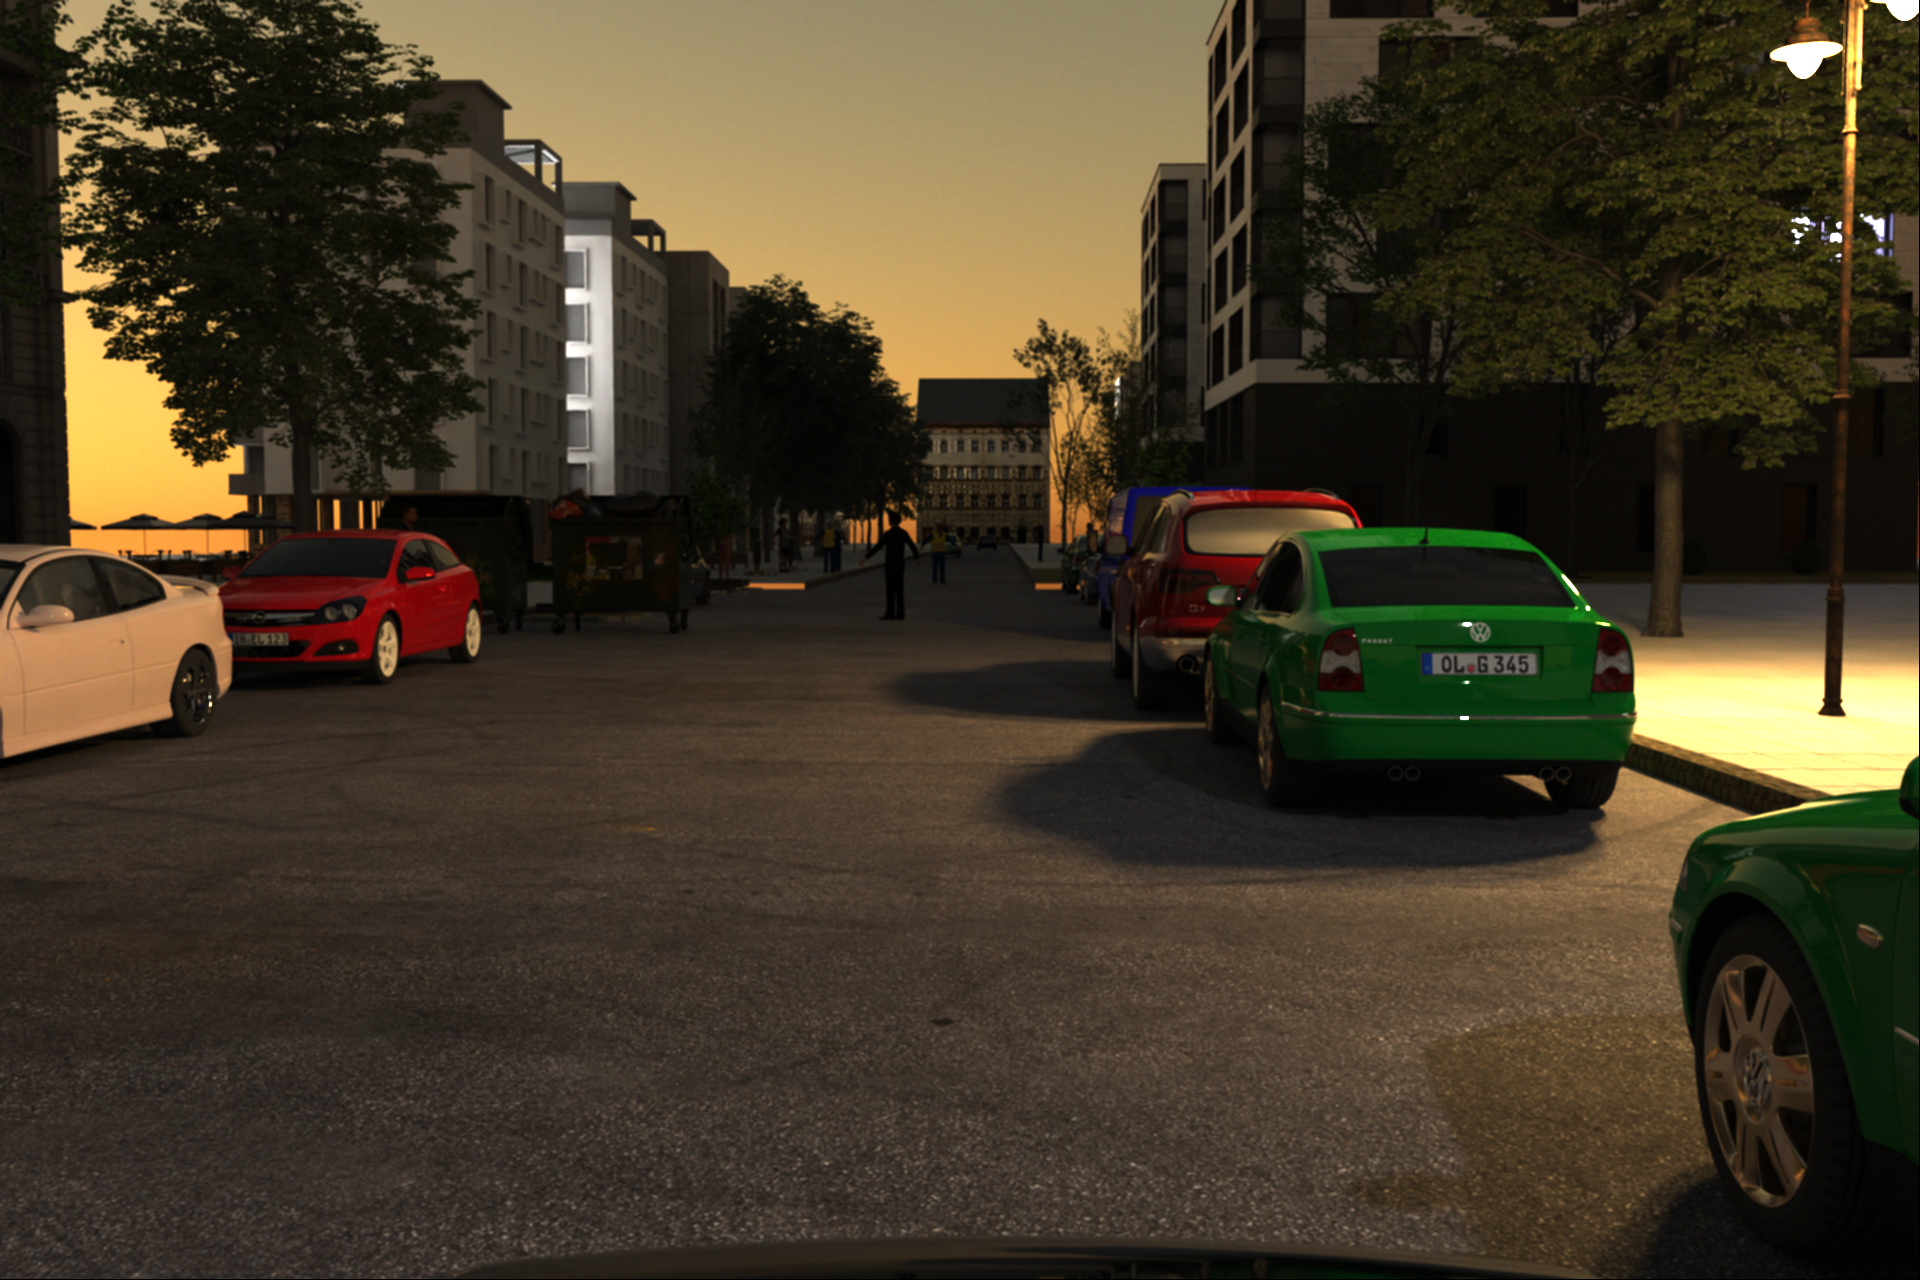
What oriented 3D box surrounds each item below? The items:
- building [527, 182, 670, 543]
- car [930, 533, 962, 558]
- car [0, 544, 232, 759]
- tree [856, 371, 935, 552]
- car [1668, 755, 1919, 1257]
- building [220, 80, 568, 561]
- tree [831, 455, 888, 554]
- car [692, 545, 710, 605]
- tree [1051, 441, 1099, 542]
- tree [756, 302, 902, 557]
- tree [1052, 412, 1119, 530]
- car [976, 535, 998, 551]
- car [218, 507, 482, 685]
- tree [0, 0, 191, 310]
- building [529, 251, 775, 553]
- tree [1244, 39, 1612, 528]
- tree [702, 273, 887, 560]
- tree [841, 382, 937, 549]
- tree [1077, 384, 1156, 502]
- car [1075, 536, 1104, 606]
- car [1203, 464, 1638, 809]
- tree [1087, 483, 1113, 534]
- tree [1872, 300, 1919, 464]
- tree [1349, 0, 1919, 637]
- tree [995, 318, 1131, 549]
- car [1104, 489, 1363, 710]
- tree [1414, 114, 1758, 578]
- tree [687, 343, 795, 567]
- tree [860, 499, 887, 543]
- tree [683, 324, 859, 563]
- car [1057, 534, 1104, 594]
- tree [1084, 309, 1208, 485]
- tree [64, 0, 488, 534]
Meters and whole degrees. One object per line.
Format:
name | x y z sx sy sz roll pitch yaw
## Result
building | -23.280 -14.566 94.566 16.016 20.090 11.380 0 4 1
car | -0.825 -5.934 105.821 1.959 1.807 4.718 0 4 1
car | -6.342 0.086 10.950 2.083 1.381 4.827 0 4 1
tree | -6.540 -13.231 126.691 12.009 13.543 11.850 0 3 0
car | 2.451 0.411 2.079 1.959 1.807 4.718 0 4 1
building | -24.862 -13.292 73.738 16.016 20.090 11.380 0 4 1
tree | -6.755 -9.853 111.461 4.737 8.622 4.395 0 3 0
car | -5.977 -1.469 33.804 2.009 1.686 4.222 0 4 1
tree | 8.547 -11.108 131.977 4.360 8.622 3.978 0 3 0
tree | -7.915 -11.613 96.533 9.857 13.997 8.962 0 3 0
tree | 8.120 -9.392 103.914 4.360 8.622 3.978 0 3 0
car | 2.349 -8.444 150.642 1.945 1.354 3.894 0 4 2
car | -6.314 -0.537 17.825 2.155 1.783 4.494 0 4 1
tree | -11.832 -5.638 17.943 9.928 11.665 9.643 0 3 0
building | -23.720 -15.771 124.307 16.747 18.905 31.486 0 4 1
tree | 9.858 -6.803 36.990 9.928 11.665 9.643 0 3 0
tree | -8.094 -10.890 84.714 9.857 13.997 8.962 0 3 0
tree | -6.739 -14.534 144.284 9.857 13.997 8.962 0 3 0
tree | 7.828 -8.208 84.568 4.737 8.622 4.395 0 3 0
car | 3.424 -1.467 35.984 2.014 1.417 4.499 0 4 2
car | 2.530 -0.100 10.434 1.959 1.807 4.718 0 4 2
tree | 19.638 -17.694 239.656 4.737 8.622 4.395 0 3 0
tree | 28.085 -6.044 49.189 4.737 8.622 4.395 0 3 0
tree | 8.864 -6.339 21.771 7.486 12.596 7.792 0 3 0
tree | 9.085 -18.051 151.028 12.611 20.169 13.585 0 3 0
car | 2.474 -0.422 15.581 2.281 1.827 5.304 0 4 2
tree | 18.014 -8.549 50.148 12.009 13.543 11.850 0 3 0
tree | -8.803 -7.132 66.965 4.360 8.622 3.978 0 3 0
tree | -13.844 -19.368 242.426 9.928 11.665 9.643 0 3 0
tree | -8.400 -8.670 76.175 8.767 10.594 7.601 1 4 8
car | 3.494 -1.915 43.106 2.131 1.459 4.920 0 4 1
tree | 6.168 -6.494 56.539 4.360 8.622 3.978 0 3 0
tree | -12.864 -6.993 32.455 7.486 12.596 7.792 0 3 0
